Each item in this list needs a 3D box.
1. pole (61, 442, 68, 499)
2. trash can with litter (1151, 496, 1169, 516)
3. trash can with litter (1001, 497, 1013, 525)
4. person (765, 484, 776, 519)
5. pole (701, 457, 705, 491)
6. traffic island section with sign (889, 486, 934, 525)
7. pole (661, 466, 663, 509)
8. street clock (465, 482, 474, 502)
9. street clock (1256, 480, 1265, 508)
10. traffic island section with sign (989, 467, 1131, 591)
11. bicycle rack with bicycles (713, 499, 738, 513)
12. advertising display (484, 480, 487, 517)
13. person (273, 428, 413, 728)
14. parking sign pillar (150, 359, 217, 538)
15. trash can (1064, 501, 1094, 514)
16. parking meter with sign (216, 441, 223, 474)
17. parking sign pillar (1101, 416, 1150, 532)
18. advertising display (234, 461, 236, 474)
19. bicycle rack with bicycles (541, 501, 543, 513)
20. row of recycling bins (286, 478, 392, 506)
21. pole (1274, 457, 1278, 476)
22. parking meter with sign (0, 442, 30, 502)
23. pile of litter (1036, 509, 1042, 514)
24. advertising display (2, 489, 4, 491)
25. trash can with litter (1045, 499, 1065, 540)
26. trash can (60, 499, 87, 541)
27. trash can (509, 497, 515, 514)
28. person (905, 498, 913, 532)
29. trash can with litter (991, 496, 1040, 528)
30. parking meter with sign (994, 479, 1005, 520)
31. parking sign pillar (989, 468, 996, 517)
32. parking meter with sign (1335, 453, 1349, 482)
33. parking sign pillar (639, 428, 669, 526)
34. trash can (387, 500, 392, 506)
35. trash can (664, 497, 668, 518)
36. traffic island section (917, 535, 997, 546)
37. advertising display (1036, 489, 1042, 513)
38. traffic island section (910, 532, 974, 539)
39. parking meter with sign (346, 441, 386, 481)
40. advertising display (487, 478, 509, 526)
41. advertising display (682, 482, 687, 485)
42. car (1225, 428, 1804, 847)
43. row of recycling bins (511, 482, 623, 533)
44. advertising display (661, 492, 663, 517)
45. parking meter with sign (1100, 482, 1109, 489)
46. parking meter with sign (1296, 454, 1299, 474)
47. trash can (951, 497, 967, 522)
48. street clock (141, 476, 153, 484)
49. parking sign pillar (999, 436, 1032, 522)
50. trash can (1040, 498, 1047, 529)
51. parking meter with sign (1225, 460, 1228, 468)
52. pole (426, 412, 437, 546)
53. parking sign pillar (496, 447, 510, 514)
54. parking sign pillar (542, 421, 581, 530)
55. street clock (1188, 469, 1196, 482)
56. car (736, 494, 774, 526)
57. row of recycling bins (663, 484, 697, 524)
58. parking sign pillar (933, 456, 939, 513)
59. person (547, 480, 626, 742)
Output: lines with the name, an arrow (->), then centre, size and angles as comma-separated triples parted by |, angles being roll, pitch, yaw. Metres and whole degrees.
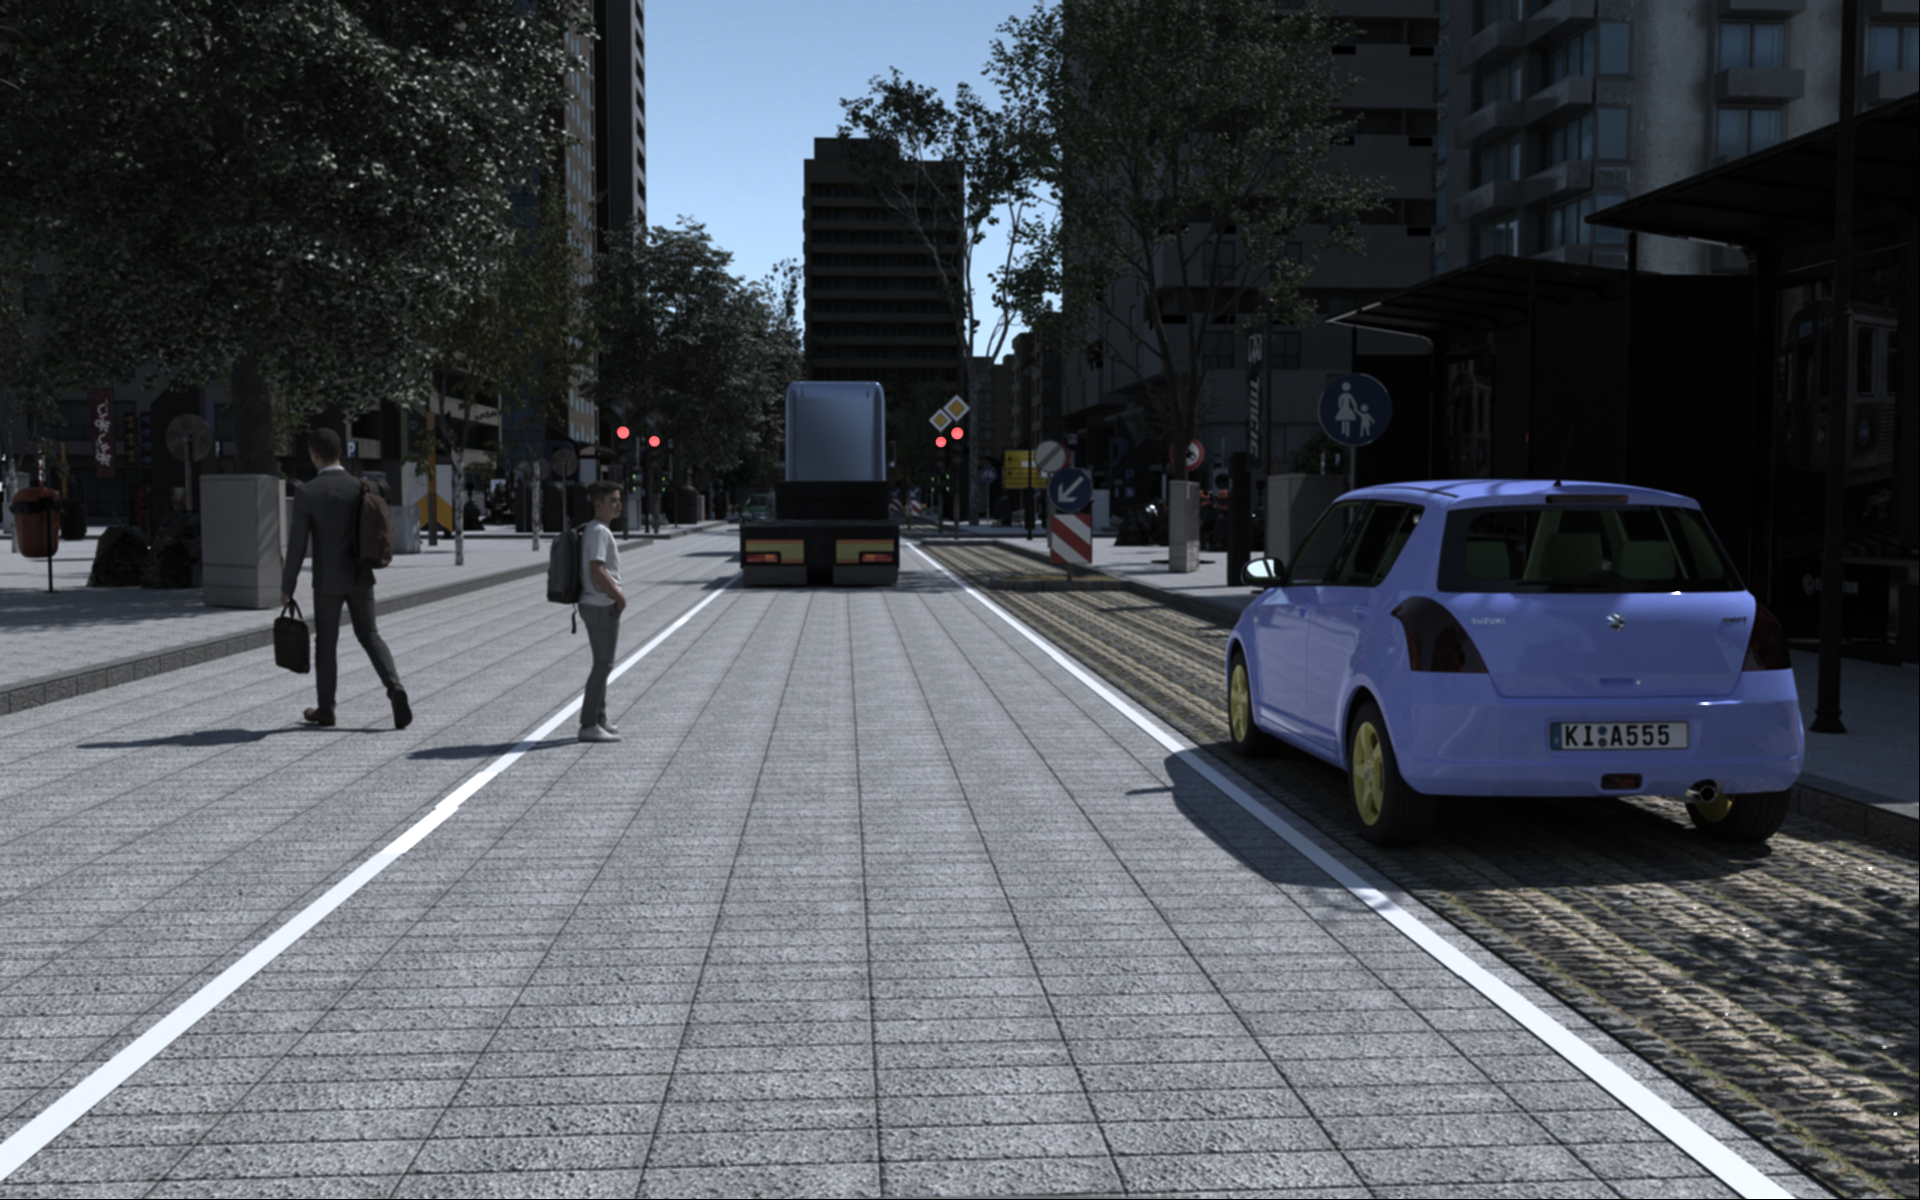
pole -> -34.904, -4.506, 67.517 | 0.158, 3.312, 0.155 | 0, 3, 0
trash can with litter -> 5.238, -2.241, 48.022 | 0.624, 1.170, 1.055 | -3, 4, -38
trash can with litter -> 1.814, -3.556, 69.522 | 0.624, 1.170, 1.055 | 0, 4, 1
person -> -7.066, -3.455, 65.267 | 0.678, 1.792, 0.850 | 1, 4, 12
pole -> -13.977, -6.137, 94.184 | 0.158, 3.312, 0.155 | 0, 3, 0
traffic island section with sign -> -2.279, -4.454, 81.444 | 1.989, 1.847, 2.006 | 0, 4, -4
pole -> -17.117, -6.441, 99.152 | 0.158, 3.312, 0.155 | 0, 3, 0
street clock -> -29.485, -6.095, 104.219 | 0.471, 2.002, 0.358 | -3, 4, -37
street clock -> 15.753, -5.275, 90.813 | 0.471, 2.002, 0.358 | 3, 5, 45
traffic island section with sign -> 1.471, -1.080, 26.292 | 1.989, 1.847, 2.006 | 0, 4, -4
bicycle rack with bicycles -> -16.099, -6.527, 120.091 | 2.852, 0.926, 2.925 | 1, 4, 16
advertising display -> -21.549, -4.586, 80.190 | 0.974, 1.923, 0.123 | -3, 5, -45
person -> -3.776, -0.129, 10.571 | 0.822, 1.834, 0.622 | 3, 4, 38
parking sign pillar -> -15.650, -2.842, 34.934 | 1.447, 3.967, 1.447 | 1, 4, 21
trash can -> 2.628, -1.642, 38.498 | 0.748, 1.137, 0.748 | 0, 3, 0
parking meter with sign -> -24.892, -3.667, 56.219 | 1.738, 3.016, 0.543 | -3, 4, -39
parking sign pillar -> 5.518, -4.304, 58.847 | 1.447, 3.967, 1.447 | -1, 4, -18
advertising display -> -13.538, -1.710, 33.171 | 0.123, 1.923, 0.974 | 1, 4, 12
bicycle rack with bicycles -> -23.764, -5.311, 100.209 | 2.925, 0.926, 2.852 | 1, 4, 14
row of recycling bins -> -16.621, -2.377, 45.975 | 3.534, 1.692, 1.069 | 1, 4, 20
pole -> 17.448, -6.224, 95.604 | 0.158, 3.312, 0.155 | 0, 3, 0
parking meter with sign -> -31.901, -3.817, 58.662 | 0.543, 3.016, 1.738 | 1, 4, 19
pile of litter -> 5.745, -6.077, 113.321 | 1.719, 0.858, 1.176 | 0, 4, 2
advertising display -> -70.291, -7.464, 127.246 | 0.123, 1.923, 0.974 | -2, 4, -32
trash can with litter -> 2.742, -2.198, 47.317 | 0.624, 1.170, 1.055 | -2, 4, -23
trash can -> -24.532, -2.215, 47.875 | 0.748, 1.137, 0.748 | 0, 3, 0
trash can -> -20.503, -4.187, 80.106 | 0.748, 1.137, 0.748 | 0, 3, 0
person -> -1.898, -3.177, 64.699 | 0.306, 1.304, 0.590 | 1, 4, 17
trash can with litter -> 2.095, -3.436, 67.228 | 2.233, 1.210, 1.678 | -1, 4, -13
parking meter with sign -> 2.551, -5.514, 86.417 | 1.738, 3.016, 0.543 | 1, 4, 19
parking sign pillar -> 2.251, -6.682, 97.721 | 1.447, 3.967, 1.447 | 1, 4, 16
parking meter with sign -> 16.894, -4.742, 73.798 | 1.738, 3.016, 0.543 | -1, 4, -11
parking sign pillar -> -12.633, -5.023, 70.592 | 1.447, 3.967, 1.447 | 1, 4, 14
trash can -> -13.383, -1.711, 39.633 | 0.748, 1.137, 0.748 | 0, 3, 0
trash can -> -15.548, -4.979, 93.065 | 0.748, 1.137, 0.748 | 0, 3, 0
traffic island section -> -0.075, -1.630, 48.934 | 2.009, 0.180, 2.903 | 0, 4, -4
advertising display -> 5.255, -6.931, 118.534 | 0.123, 1.923, 0.974 | -3, 4, -39
traffic island section -> -0.618, -2.117, 56.901 | 2.009, 0.180, 2.903 | 0, 4, -4
parking meter with sign -> -19.608, -3.778, 58.036 | 0.543, 3.016, 1.738 | 3, 4, 37
advertising display -> -18.634, -3.966, 70.059 | 0.974, 1.923, 0.123 | 2, 4, 31
advertising display -> -15.071, -5.458, 94.459 | 0.974, 1.923, 0.123 | 0, 4, -6
car -> 2.402, 0.075, 8.357 | 1.945, 1.707, 3.694 | 0, 4, -4
row of recycling bins -> -13.169, -3.133, 58.335 | 3.534, 1.692, 1.069 | -1, 4, -12
advertising display -> -17.286, -5.688, 98.209 | 0.974, 1.923, 0.123 | -3, 4, -37
parking meter with sign -> 9.642, -7.243, 114.679 | 1.738, 3.016, 0.543 | 1, 4, 10
parking meter with sign -> 15.657, -4.885, 76.133 | 1.738, 3.016, 0.543 | 1, 4, 15
trash can -> -0.066, -4.678, 88.146 | 0.748, 1.137, 0.748 | 0, 3, 0
street clock -> -31.981, -3.894, 68.239 | 0.471, 2.002, 0.358 | 1, 4, 9
parking sign pillar -> 2.787, -5.643, 80.742 | 1.447, 3.967, 1.447 | 2, 4, 27
trash can -> 3.314, -3.201, 63.988 | 0.748, 1.137, 0.748 | 0, 3, 0
parking meter with sign -> 13.597, -5.670, 88.963 | 0.543, 3.016, 1.738 | -1, 4, -12
pole -> -13.108, -3.005, 42.976 | 0.158, 3.312, 0.155 | 0, 3, 0
parking sign pillar -> -24.252, -6.331, 91.992 | 1.447, 3.967, 1.447 | 0, 4, -1
parking sign pillar -> -14.401, -4.533, 62.585 | 1.447, 3.967, 1.447 | 0, 4, -2
street clock -> 5.140, -2.089, 38.732 | 0.358, 2.002, 0.471 | 0, 4, 1
car -> -7.785, -3.476, 68.631 | 2.131, 1.459, 4.920 | 0, 4, -5
row of recycling bins -> -11.991, -4.148, 74.937 | 1.069, 1.692, 3.534 | -1, 4, -17
parking sign pillar -> -1.542, -7.898, 117.606 | 1.447, 3.967, 1.447 | 1, 4, 8
person -> -2.104, 0.062, 10.081 | 0.503, 1.515, 0.523 | 3, 4, 38
